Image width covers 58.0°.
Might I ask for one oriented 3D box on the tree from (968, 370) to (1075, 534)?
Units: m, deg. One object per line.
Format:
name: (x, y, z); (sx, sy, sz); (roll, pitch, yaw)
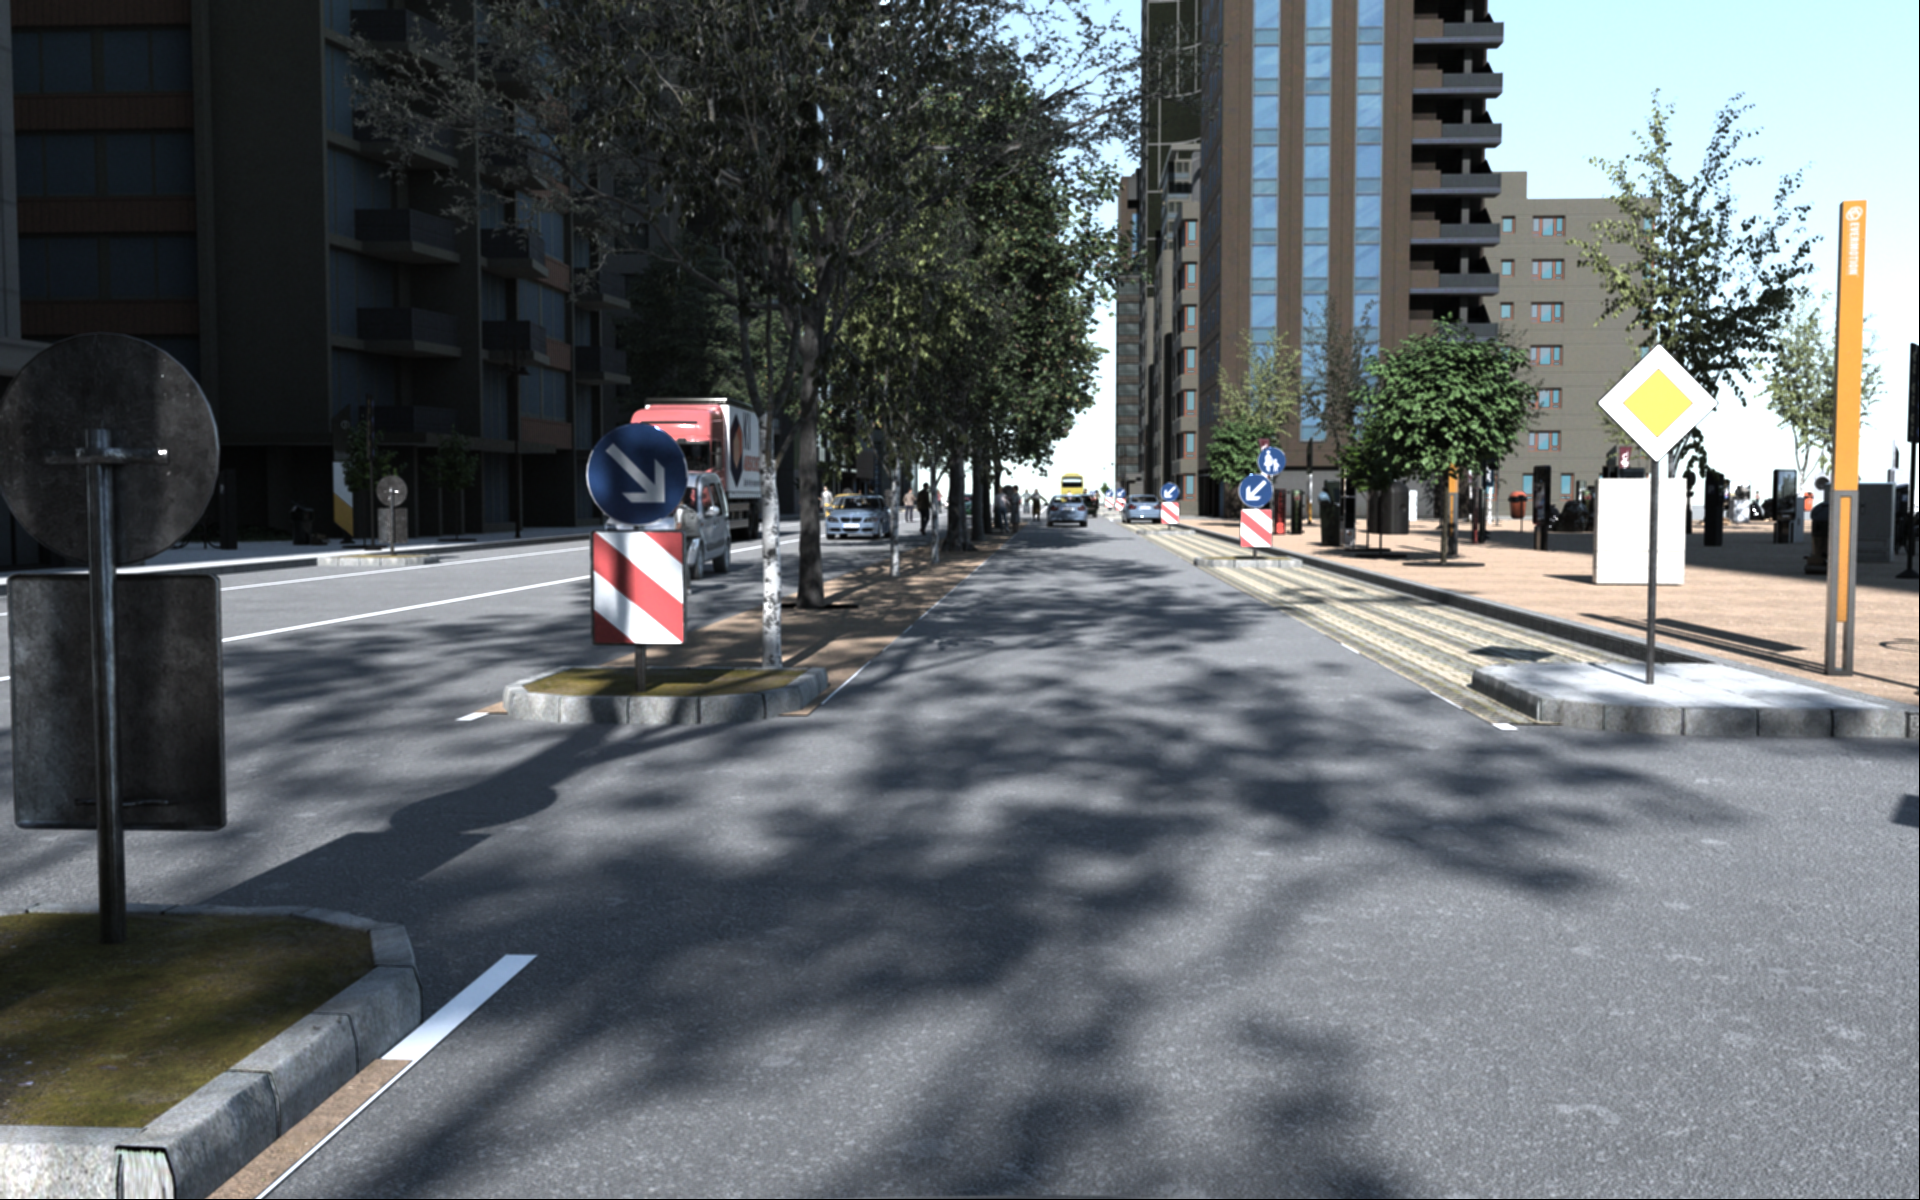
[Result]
tree: (1.500, -8.785, 71.845); (9.928, 11.665, 9.643); (0, 3, 0)

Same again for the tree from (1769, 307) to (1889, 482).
tree: (34.060, -7.161, 67.451); (4.360, 8.622, 3.978); (0, 3, 0)

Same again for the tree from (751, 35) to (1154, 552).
tree: (-0.066, -7.546, 42.841); (9.611, 12.733, 9.660); (0, 3, 0)

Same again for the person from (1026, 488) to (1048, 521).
person: (4.102, -5.093, 92.509); (1.217, 1.736, 0.721); (-1, 4, -13)

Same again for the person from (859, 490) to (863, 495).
person: (-7.043, -6.902, 122.062); (1.217, 1.735, 0.721); (0, 4, -2)

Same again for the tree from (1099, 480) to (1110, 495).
tree: (20.341, -15.143, 242.191); (1.663, 3.219, 1.824); (0, 3, 0)

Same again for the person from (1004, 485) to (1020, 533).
person: (1.921, -3.288, 62.833); (0.524, 1.755, 0.480); (-2, 4, -34)

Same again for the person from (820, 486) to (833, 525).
person: (-6.116, -4.342, 79.606); (0.709, 1.813, 0.853); (1, 4, 15)

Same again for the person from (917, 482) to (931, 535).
person: (-1.236, -3.208, 60.869); (0.656, 1.842, 0.836); (1, 4, 13)

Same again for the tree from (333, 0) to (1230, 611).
tree: (-1.896, -6.643, 21.439); (12.009, 13.543, 11.850); (0, 3, 0)

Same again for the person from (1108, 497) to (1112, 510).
person: (12.622, -8.374, 146.359); (0.436, 1.711, 0.756); (0, 4, 6)

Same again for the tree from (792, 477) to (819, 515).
tree: (-9.694, -6.961, 108.419); (1.663, 3.219, 1.824); (0, 3, 0)

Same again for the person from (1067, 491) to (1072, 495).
person: (9.825, -8.901, 154.970); (0.756, 1.711, 0.436); (2, 4, 30)

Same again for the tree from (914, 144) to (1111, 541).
tree: (0.626, -8.044, 52.105); (7.486, 12.596, 7.792); (0, 3, 0)

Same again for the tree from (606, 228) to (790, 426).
tree: (-12.262, -10.785, 82.986); (9.857, 13.997, 8.962); (0, 3, 0)

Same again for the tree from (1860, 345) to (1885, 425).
tree: (28.684, -6.621, 58.618); (4.737, 8.622, 4.395); (0, 3, 0)

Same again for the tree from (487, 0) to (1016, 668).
tree: (-1.492, -3.698, 13.281); (4.360, 8.622, 3.978); (0, 3, 0)

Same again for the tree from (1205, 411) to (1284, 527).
tree: (11.134, -5.170, 68.251); (4.285, 4.588, 4.351); (0, 3, 0)

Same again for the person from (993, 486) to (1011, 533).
person: (1.644, -3.356, 64.035); (0.731, 1.740, 0.598); (-1, 4, -20)

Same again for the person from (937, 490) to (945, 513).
person: (-1.554, -7.393, 130.100); (1.217, 1.743, 0.721); (-2, 4, -25)

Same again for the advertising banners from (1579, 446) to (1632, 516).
advertising banners: (23.710, -4.123, 63.591); (2.074, 3.025, 0.090); (-1, 4, -10)

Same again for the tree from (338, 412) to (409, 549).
tree: (-14.216, -2.842, 41.071); (1.663, 3.219, 1.824); (0, 3, 0)

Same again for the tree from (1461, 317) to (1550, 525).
tree: (22.493, -7.497, 72.937); (4.360, 8.622, 3.978); (0, 3, 0)

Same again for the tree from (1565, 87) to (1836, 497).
tree: (13.473, -4.993, 32.004); (4.737, 8.622, 4.395); (0, 3, 0)

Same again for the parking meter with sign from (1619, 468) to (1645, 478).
parking meter with sign: (19.697, -3.346, 50.964); (1.738, 3.016, 0.543); (0, 4, 0)

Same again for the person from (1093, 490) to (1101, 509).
person: (12.846, -9.428, 162.655); (1.348, 1.823, 0.705); (-3, 5, -41)

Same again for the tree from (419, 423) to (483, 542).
tree: (-13.874, -3.216, 47.182); (1.663, 3.219, 1.824); (0, 3, 0)

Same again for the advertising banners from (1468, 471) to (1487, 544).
advertising banners: (13.198, -2.940, 44.265); (0.090, 3.025, 2.074); (2, 4, 29)

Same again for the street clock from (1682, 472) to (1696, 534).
street clock: (23.508, -3.139, 55.891); (0.358, 2.002, 0.471); (0, 4, -5)

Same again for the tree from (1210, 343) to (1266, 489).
tree: (14.168, -8.032, 81.686); (4.360, 8.622, 3.978); (0, 3, 0)

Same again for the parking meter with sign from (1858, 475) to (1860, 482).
parking meter with sign: (32.225, -4.058, 62.606); (0.543, 3.016, 1.738); (3, 5, 43)

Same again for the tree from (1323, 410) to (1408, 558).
tree: (8.461, -2.488, 35.286); (1.663, 3.219, 1.824); (0, 3, 0)

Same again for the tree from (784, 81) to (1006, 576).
tree: (-1.159, -4.722, 30.016); (4.737, 8.622, 4.395); (0, 3, 0)

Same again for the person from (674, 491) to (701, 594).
person: (-3.961, -0.826, 24.593); (0.523, 1.515, 0.503); (-1, 4, -16)

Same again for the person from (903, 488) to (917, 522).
person: (-2.478, -4.878, 88.780); (0.617, 1.759, 0.750); (3, 4, 37)

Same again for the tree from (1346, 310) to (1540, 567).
tree: (8.637, -2.897, 31.078); (4.285, 4.588, 4.351); (0, 3, 0)

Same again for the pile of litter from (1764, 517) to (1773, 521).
pile of litter: (38.609, -4.124, 81.388); (1.176, 0.858, 1.719); (-1, 4, -9)

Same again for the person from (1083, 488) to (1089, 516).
person: (8.396, -6.532, 115.308); (0.705, 1.822, 1.348); (2, 4, 34)

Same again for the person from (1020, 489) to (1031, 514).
person: (4.914, -7.284, 127.681); (1.350, 1.814, 0.705); (0, 4, -2)

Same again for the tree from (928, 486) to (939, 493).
tree: (-3.318, -14.044, 224.228); (1.663, 3.219, 1.824); (0, 3, 0)

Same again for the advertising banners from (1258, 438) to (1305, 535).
advertising banners: (10.082, -3.562, 54.419); (2.074, 3.025, 0.090); (-2, 4, -35)

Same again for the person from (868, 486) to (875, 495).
person: (-4.591, -4.943, 88.949); (0.705, 1.869, 1.348); (2, 4, 25)

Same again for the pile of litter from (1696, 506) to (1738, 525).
pile of litter: (31.599, -3.556, 72.098); (1.719, 0.858, 1.176); (3, 5, 40)

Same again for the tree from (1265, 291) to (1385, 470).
tree: (13.680, -6.824, 61.936); (4.360, 8.622, 3.978); (0, 3, 0)

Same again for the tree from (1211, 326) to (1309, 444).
tree: (13.127, -7.627, 75.062); (4.737, 8.622, 4.395); (0, 3, 0)

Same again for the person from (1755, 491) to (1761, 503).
person: (75.350, -9.435, 163.470); (0.721, 1.736, 1.217); (3, 5, 43)

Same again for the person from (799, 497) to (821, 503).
person: (-7.830, -5.054, 91.148); (1.348, 1.822, 0.705); (-1, 4, -15)
